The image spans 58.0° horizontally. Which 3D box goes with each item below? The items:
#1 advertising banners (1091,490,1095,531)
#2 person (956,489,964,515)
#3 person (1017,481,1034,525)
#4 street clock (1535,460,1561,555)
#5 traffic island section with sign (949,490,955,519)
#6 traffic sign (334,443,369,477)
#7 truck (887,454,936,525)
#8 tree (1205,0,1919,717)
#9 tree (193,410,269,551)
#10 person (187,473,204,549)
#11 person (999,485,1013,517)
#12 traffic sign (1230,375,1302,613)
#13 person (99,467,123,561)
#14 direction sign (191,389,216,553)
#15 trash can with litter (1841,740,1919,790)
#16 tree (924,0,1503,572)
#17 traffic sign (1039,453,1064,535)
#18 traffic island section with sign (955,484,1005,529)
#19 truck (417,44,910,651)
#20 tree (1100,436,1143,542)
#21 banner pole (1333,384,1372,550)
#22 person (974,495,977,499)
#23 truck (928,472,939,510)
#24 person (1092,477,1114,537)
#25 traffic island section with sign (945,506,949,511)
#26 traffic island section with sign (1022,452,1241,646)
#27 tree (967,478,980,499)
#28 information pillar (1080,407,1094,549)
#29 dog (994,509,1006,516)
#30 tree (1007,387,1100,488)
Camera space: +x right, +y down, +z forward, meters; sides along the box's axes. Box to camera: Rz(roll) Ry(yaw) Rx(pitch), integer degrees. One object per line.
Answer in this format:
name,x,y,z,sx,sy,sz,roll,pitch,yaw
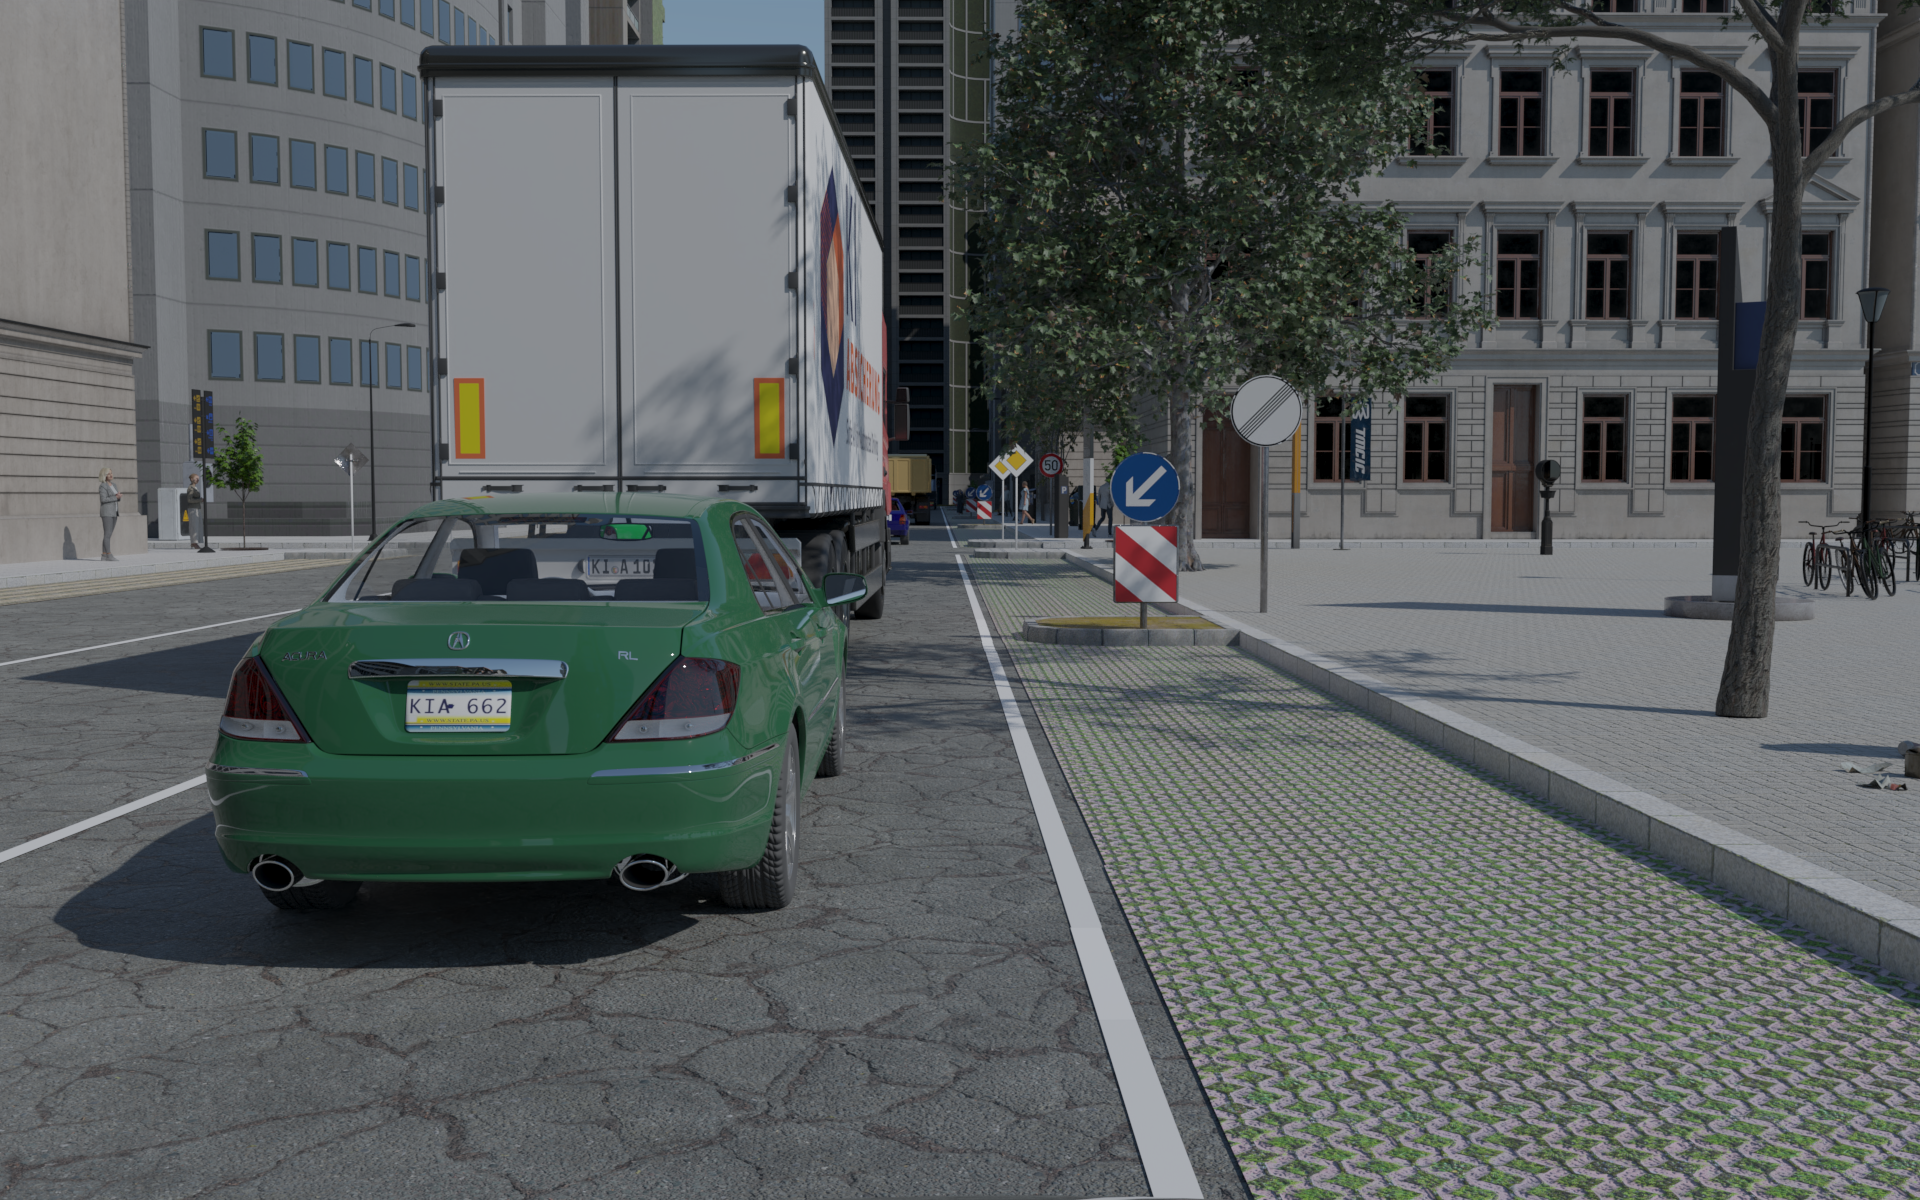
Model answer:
advertising banners,4.518,-3.888,59.756,0.090,3.025,2.074,0,4,-2
person,-0.014,-6.814,120.325,0.576,1.772,0.534,0,4,2
person,2.764,-4.044,72.258,0.778,1.811,0.616,2,4,27
street clock,12.370,-1.951,36.476,0.471,2.002,0.358,-1,4,-14
traffic island section with sign,0.522,-5.541,99.229,1.989,1.847,2.006,0,4,-1
traffic sign,-13.791,-2.267,39.250,0.795,2.593,0.064,0,4,-1
truck,-2.784,-5.318,82.880,3.469,3.379,9.791,0,4,-3
tree,4.834,-4.596,9.551,7.601,10.594,8.767,1,4,21
tree,-16.381,-2.757,39.683,1.663,3.219,1.824,0,3,0
person,-17.715,-2.054,40.180,0.362,1.759,0.519,-1,4,-11
person,2.568,-5.605,98.176,0.782,1.767,0.515,2,4,31
traffic sign,3.283,-1.134,18.649,0.768,2.556,0.104,0,4,2
person,-16.283,-1.655,33.280,0.526,1.800,0.537,1,4,12
direction sign,-16.502,-2.802,37.816,0.379,3.537,0.876,0,4,3
trash can with litter,4.944,0.182,8.085,2.233,1.210,1.678,-1,4,-19
tree,3.728,-6.837,28.800,9.611,12.733,9.660,0,3,0
traffic sign,2.821,-3.276,53.662,0.768,2.556,0.104,0,4,1
traffic island section with sign,0.886,-3.893,72.276,1.989,1.847,2.006,0,4,-1
truck,-2.080,-1.684,16.447,2.839,4.237,11.283,0,4,1
tree,4.306,-3.157,46.221,1.663,3.219,1.824,0,3,0
banner pole,8.981,-3.030,39.561,0.863,3.779,0.401,0,4,5
person,1.458,-9.994,169.461,0.705,1.822,1.348,1,4,17
truck,-3.480,-10.506,161.529,2.967,4.110,18.799,0,3,0
person,4.291,-2.775,51.256,0.795,1.843,0.661,-3,4,-38
traffic island section with sign,-0.176,-8.624,149.635,1.989,1.847,2.006,0,4,-1
traffic island section with sign,1.636,-0.522,17.166,1.989,1.847,2.006,0,4,-1
tree,1.483,-12.589,200.436,1.663,3.219,1.824,0,3,0
information pillar,2.984,-2.995,40.320,0.183,3.616,0.504,-1,4,-16
dog,2.412,-5.203,102.808,0.550,0.427,0.748,-2,4,-34
tree,3.686,-7.195,68.003,4.360,8.622,3.978,0,3,0
